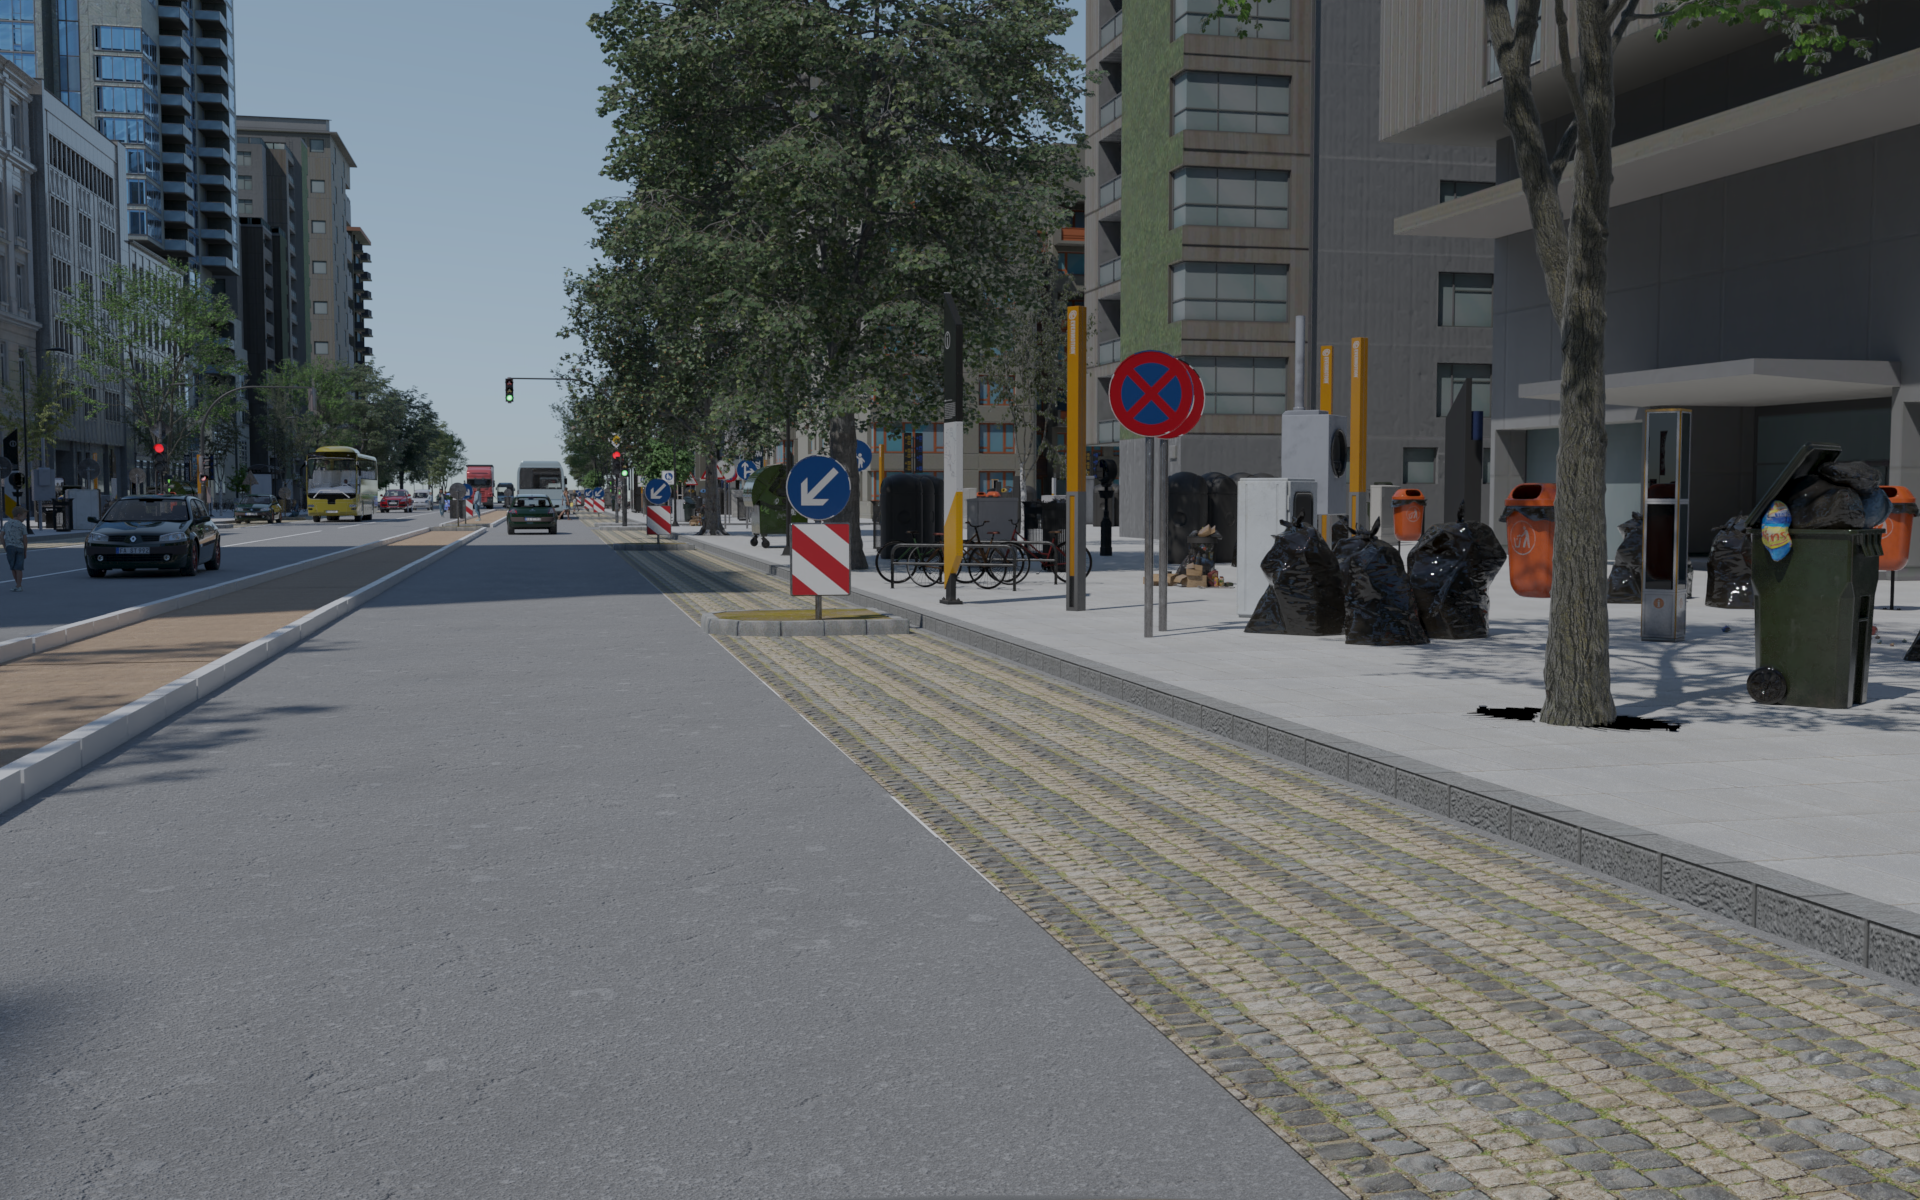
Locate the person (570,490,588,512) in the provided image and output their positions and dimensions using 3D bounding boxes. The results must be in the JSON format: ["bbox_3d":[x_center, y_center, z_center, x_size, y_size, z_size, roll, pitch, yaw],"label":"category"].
[{"bbox_3d":[-30.994,-8.098,141.121,1.509,1.804,0.699,-1,4,-18],"label":"person"}]

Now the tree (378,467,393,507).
[{"bbox_3d":[-59.233,-11.728,175.464,4.285,4.588,4.351,0,3,0],"label":"tree"}]

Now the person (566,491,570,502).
[{"bbox_3d":[-33.516,-8.473,147.789,0.466,1.731,0.760,-1,4,-22],"label":"person"}]

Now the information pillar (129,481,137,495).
[{"bbox_3d":[-46.559,-5.692,97.559,0.304,2.012,0.304,-3,5,-39],"label":"information pillar"}]

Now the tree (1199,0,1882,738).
[{"bbox_3d":[3.291,-5.115,9.392,9.928,11.665,9.643,0,3,0],"label":"tree"}]

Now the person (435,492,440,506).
[{"bbox_3d":[-62.091,-12.060,206.475,0.721,1.735,1.217,3,4,37],"label":"person"}]

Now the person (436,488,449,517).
[{"bbox_3d":[-31.825,-5.962,106.333,0.721,1.781,0.623,3,4,37],"label":"person"}]

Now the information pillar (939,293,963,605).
[{"bbox_3d":[-0.081,-1.754,20.031,0.183,3.616,0.504,-1,4,-17],"label":"information pillar"}]

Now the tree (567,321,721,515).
[{"bbox_3d":[-16.028,-9.635,91.941,8.767,10.594,7.601,1,4,11],"label":"tree"}]

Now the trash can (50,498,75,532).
[{"bbox_3d":[-30.487,-2.888,58.867,0.748,1.137,0.748,0,3,0],"label":"trash can"}]

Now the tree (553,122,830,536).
[{"bbox_3d":[-7.787,-8.342,53.399,9.611,12.733,9.660,0,3,0],"label":"tree"}]

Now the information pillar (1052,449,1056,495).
[{"bbox_3d":[4.840,-5.976,89.058,0.183,3.616,0.504,1,4,19],"label":"information pillar"}]

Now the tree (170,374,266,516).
[{"bbox_3d":[-43.660,-9.269,101.906,4.360,8.622,3.978,0,3,0],"label":"tree"}]

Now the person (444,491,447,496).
[{"bbox_3d":[-45.403,-8.768,152.572,0.721,1.743,1.217,3,4,38],"label":"person"}]

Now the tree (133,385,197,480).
[{"bbox_3d":[-52.896,-10.094,115.405,4.737,8.622,4.395,0,3,0],"label":"tree"}]

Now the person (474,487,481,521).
[{"bbox_3d":[-25.703,-5.115,92.395,0.793,1.790,0.793,-2,4,-28],"label":"person"}]

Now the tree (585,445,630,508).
[{"bbox_3d":[-30.342,-12.513,154.949,4.360,8.622,3.978,0,3,0],"label":"tree"}]

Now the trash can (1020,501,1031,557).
[{"bbox_3d":[1.581,-1.409,34.695,0.748,1.137,0.748,0,3,0],"label":"trash can"}]

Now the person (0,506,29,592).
[{"bbox_3d":[-13.905,-0.752,25.485,0.332,1.250,0.352,1,4,20],"label":"person"}]

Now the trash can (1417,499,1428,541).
[{"bbox_3d":[12.441,-2.194,47.521,0.748,1.137,0.748,0,3,0],"label":"trash can"}]

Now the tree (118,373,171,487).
[{"bbox_3d":[-49.091,-9.519,105.997,4.360,8.622,3.978,0,3,0],"label":"tree"}]

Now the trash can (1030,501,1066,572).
[{"bbox_3d":[1.665,-1.038,28.624,0.748,1.137,0.748,0,3,0],"label":"trash can"}]

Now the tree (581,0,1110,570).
[{"bbox_3d":[-1.918,-7.488,29.082,9.857,13.997,8.962,0,3,0],"label":"tree"}]

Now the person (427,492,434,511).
[{"bbox_3d":[-44.289,-8.234,144.944,0.330,1.601,0.589,3,5,43],"label":"person"}]

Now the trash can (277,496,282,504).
[{"bbox_3d":[-53.280,-7.588,135.716,0.748,1.137,0.748,0,3,0],"label":"trash can"}]

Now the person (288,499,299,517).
[{"bbox_3d":[-38.565,-5.275,100.240,1.012,1.151,0.738,3,5,43],"label":"person"}]

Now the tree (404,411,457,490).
[{"bbox_3d":[-72.900,-19.523,237.325,7.486,12.596,7.792,0,3,0],"label":"tree"}]

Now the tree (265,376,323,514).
[{"bbox_3d":[-42.385,-9.681,108.653,4.360,8.622,3.978,0,3,0],"label":"tree"}]

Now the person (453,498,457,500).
[{"bbox_3d":[-29.464,-5.658,101.356,0.624,1.780,0.694,0,4,0],"label":"person"}]

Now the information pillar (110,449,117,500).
[{"bbox_3d":[-43.860,-6.020,89.781,0.183,3.616,0.504,0,4,-5],"label":"information pillar"}]

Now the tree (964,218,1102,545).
[{"bbox_3d":[1.578,-5.654,42.810,4.360,8.622,3.978,0,3,0],"label":"tree"}]

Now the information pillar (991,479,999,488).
[{"bbox_3d":[1.748,-5.023,86.613,0.304,2.012,0.304,-1,4,-12],"label":"information pillar"}]

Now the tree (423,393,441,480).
[{"bbox_3d":[-65.482,-18.089,202.408,9.857,13.997,8.962,0,3,0],"label":"tree"}]

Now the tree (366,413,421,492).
[{"bbox_3d":[-61.990,-15.483,187.562,8.767,10.594,7.601,1,4,19],"label":"tree"}]

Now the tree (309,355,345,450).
[{"bbox_3d":[-48.501,-12.447,129.260,9.928,11.665,9.643,0,3,0],"label":"tree"}]

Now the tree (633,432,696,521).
[{"bbox_3d":[-14.131,-6.064,82.867,4.285,4.588,4.351,0,3,0],"label":"tree"}]

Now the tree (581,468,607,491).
[{"bbox_3d":[-45.047,-14.082,213.956,4.285,4.588,4.351,0,3,0],"label":"tree"}]

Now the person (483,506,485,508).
[{"bbox_3d":[-49.069,-10.431,178.984,1.348,1.831,0.705,-2,4,-24],"label":"person"}]

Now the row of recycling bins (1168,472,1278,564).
[{"bbox_3d":[5.063,-1.578,32.913,1.069,1.692,3.534,3,5,41],"label":"row of recycling bins"}]

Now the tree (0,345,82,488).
[{"bbox_3d":[-45.056,-8.216,84.687,4.737,8.622,4.395,0,3,0],"label":"tree"}]

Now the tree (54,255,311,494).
[{"bbox_3d":[-35.335,-9.225,76.581,9.928,11.665,9.643,0,3,0],"label":"tree"}]

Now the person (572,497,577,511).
[{"bbox_3d":[-28.993,-7.161,130.265,0.352,1.250,0.332,-1,4,-11],"label":"person"}]

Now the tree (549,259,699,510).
[{"bbox_3d":[-26.129,-17.241,137.772,12.611,20.169,13.585,0,3,0],"label":"tree"}]

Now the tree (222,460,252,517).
[{"bbox_3d":[-40.433,-6.301,97.617,1.663,3.219,1.824,0,3,0],"label":"tree"}]

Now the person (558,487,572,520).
[{"bbox_3d":[-21.513,-5.251,94.444,0.778,1.811,0.616,-2,4,-35],"label":"person"}]

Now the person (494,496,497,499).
[{"bbox_3d":[-47.520,-10.197,175.160,1.348,1.831,0.705,-2,4,-24],"label":"person"}]

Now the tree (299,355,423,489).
[{"bbox_3d":[-55.015,-15.377,158.072,9.857,13.997,8.962,0,3,0],"label":"tree"}]

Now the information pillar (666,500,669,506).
[{"bbox_3d":[-16.689,-5.746,98.445,0.304,2.012,0.304,0,4,-1],"label":"information pillar"}]

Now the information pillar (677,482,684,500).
[{"bbox_3d":[-15.701,-5.678,97.322,0.304,2.012,0.304,0,4,4],"label":"information pillar"}]

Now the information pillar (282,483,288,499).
[{"bbox_3d":[-45.879,-6.923,117.690,0.304,2.012,0.304,-2,4,-30],"label":"information pillar"}]

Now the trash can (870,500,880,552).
[{"bbox_3d":[-1.639,-1.649,38.612,0.748,1.137,0.748,0,3,0],"label":"trash can"}]

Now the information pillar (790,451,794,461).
[{"bbox_3d":[-8.537,-5.863,87.215,0.183,3.616,0.504,-3,5,-43],"label":"information pillar"}]

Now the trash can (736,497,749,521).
[{"bbox_3d":[-10.367,-4.361,82.961,0.748,1.137,0.748,0,3,0],"label":"trash can"}]
